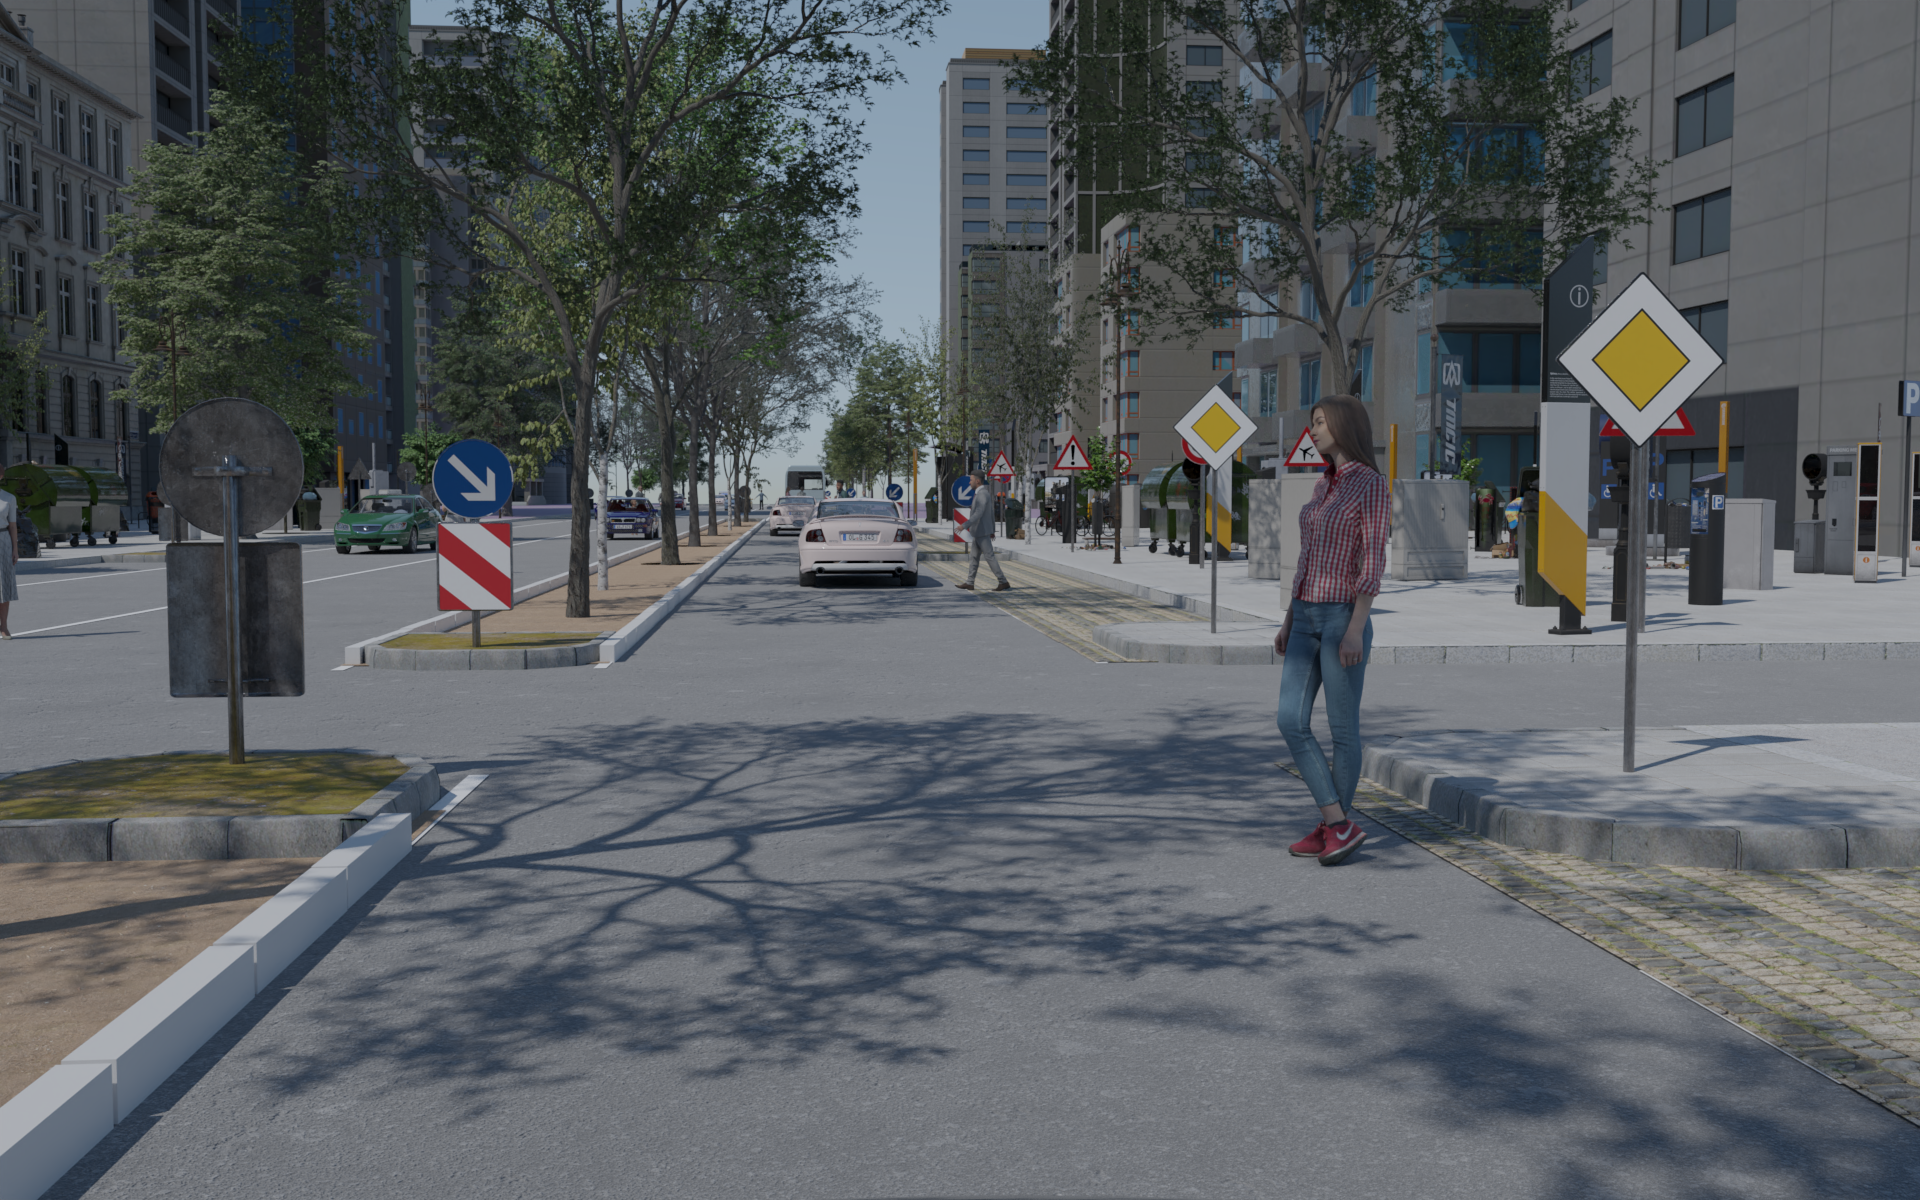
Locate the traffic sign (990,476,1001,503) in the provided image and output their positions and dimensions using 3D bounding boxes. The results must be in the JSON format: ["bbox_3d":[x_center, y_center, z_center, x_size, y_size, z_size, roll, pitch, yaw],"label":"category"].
[{"bbox_3d":[1.195,-4.052,66.255,0.884,2.594,0.081,0,4,-4],"label":"traffic sign"}]

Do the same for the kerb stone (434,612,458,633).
[{"bbox_3d":[-5.419,0.258,18.042,0.120,0.150,1.000,0,4,-5],"label":"kerb stone"}]

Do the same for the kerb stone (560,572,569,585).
[{"bbox_3d":[-6.294,-0.308,27.254,0.120,0.150,1.000,0,4,-5],"label":"kerb stone"}]

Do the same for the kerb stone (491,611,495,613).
[{"bbox_3d":[-5.712,0.066,21.123,0.120,0.150,1.000,0,4,-5],"label":"kerb stone"}]

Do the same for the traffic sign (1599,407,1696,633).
[{"bbox_3d":[6.291,-0.973,15.919,0.884,2.594,0.081,0,4,-1],"label":"traffic sign"}]

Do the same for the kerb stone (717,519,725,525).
[{"bbox_3d":[-11.793,-3.865,85.393,0.120,0.150,1.000,0,4,-5],"label":"kerb stone"}]

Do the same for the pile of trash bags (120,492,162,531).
[{"bbox_3d":[-29.333,-3.066,59.877,3.447,1.369,1.912,-3,5,-41],"label":"pile of trash bags"}]

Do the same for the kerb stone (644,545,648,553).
[{"bbox_3d":[-7.645,-1.178,41.533,0.120,0.150,1.000,0,4,-5],"label":"kerb stone"}]

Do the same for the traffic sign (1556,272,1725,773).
[{"bbox_3d":[3.084,-0.262,7.933,0.795,2.450,0.064,0,4,-5],"label":"traffic sign"}]

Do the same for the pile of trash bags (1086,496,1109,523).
[{"bbox_3d":[6.844,-4.096,76.722,3.447,1.369,1.912,-1,4,-21],"label":"pile of trash bags"}]

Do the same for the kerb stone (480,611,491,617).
[{"bbox_3d":[-5.617,0.128,20.098,0.120,0.150,1.000,0,4,-5],"label":"kerb stone"}]

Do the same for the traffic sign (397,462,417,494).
[{"bbox_3d":[-21.889,-4.185,68.525,0.768,2.556,0.104,0,4,-5],"label":"traffic sign"}]

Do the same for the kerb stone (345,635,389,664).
[{"bbox_3d":[-5.127,0.441,14.980,0.120,0.150,1.000,0,4,-5],"label":"kerb stone"}]

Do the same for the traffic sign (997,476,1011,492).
[{"bbox_3d":[2.083,-5.080,83.162,0.768,2.556,0.104,0,4,-1],"label":"traffic sign"}]

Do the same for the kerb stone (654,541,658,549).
[{"bbox_3d":[-7.933,-1.368,44.605,0.120,0.150,1.000,0,4,-5],"label":"kerb stone"}]

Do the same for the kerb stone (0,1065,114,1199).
[{"bbox_3d":[-1.924,1.150,3.404,0.120,0.150,1.000,0,4,-5],"label":"kerb stone"}]

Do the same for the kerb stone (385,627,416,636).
[{"bbox_3d":[-5.221,0.384,16.002,0.120,0.150,1.000,0,4,-5],"label":"kerb stone"}]

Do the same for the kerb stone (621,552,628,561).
[{"bbox_3d":[-7.158,-0.869,36.435,0.120,0.150,1.000,0,4,-5],"label":"kerb stone"}]

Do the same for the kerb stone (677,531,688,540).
[{"bbox_3d":[-9.099,-2.120,56.855,0.120,0.150,1.000,0,4,-5],"label":"kerb stone"}]

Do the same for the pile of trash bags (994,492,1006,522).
[{"bbox_3d":[2.079,-4.308,80.182,1.912,1.369,3.447,0,4,-7],"label":"pile of trash bags"}]

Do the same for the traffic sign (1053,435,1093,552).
[{"bbox_3d":[2.474,-2.324,37.999,0.884,2.594,0.081,0,4,1],"label":"traffic sign"}]

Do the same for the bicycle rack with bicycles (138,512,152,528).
[{"bbox_3d":[-29.287,-3.163,65.103,2.852,0.926,2.925,2,4,28],"label":"bicycle rack with bicycles"}]

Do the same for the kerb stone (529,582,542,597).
[{"bbox_3d":[-6.007,-0.120,24.191,0.120,0.150,1.000,0,4,-5],"label":"kerb stone"}]

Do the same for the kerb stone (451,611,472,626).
[{"bbox_3d":[-5.515,0.191,19.073,0.120,0.150,1.000,0,4,-5],"label":"kerb stone"}]

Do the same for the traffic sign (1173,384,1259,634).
[{"bbox_3d":[2.332,-0.749,15.883,0.795,2.450,0.064,0,4,-5],"label":"traffic sign"}]

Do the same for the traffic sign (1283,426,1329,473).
[{"bbox_3d":[6.633,-2.033,33.237,0.884,2.594,0.081,0,3,0],"label":"traffic sign"}]

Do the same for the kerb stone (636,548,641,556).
[{"bbox_3d":[-7.450,-1.058,39.495,0.120,0.150,1.000,0,4,-5],"label":"kerb stone"}]

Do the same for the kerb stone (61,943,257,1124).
[{"bbox_3d":[-2.021,1.087,4.426,0.120,0.150,1.000,0,4,-5],"label":"kerb stone"}]

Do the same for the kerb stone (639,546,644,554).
[{"bbox_3d":[-7.547,-1.120,40.515,0.120,0.150,1.000,0,4,-5],"label":"kerb stone"}]

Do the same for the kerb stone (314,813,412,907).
[{"bbox_3d":[-2.219,0.962,6.466,0.120,0.150,1.000,0,4,-5],"label":"kerb stone"}]

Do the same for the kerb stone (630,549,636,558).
[{"bbox_3d":[-7.352,-0.996,38.478,0.120,0.150,1.000,0,4,-5],"label":"kerb stone"}]

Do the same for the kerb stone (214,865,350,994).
[{"bbox_3d":[-2.119,1.024,5.449,0.120,0.150,1.000,0,4,-5],"label":"kerb stone"}]

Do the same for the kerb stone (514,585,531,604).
[{"bbox_3d":[-5.913,-0.059,23.164,0.120,0.150,1.000,0,4,-5],"label":"kerb stone"}]

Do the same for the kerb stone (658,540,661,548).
[{"bbox_3d":[-8.040,-1.430,45.622,0.120,0.150,1.000,0,4,-5],"label":"kerb stone"}]

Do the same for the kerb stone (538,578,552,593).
[{"bbox_3d":[-6.105,-0.185,25.219,0.120,0.150,1.000,0,4,-5],"label":"kerb stone"}]

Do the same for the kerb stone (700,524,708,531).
[{"bbox_3d":[-10.345,-2.930,70.104,0.120,0.150,1.000,0,4,-5],"label":"kerb stone"}]

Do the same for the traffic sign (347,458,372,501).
[{"bbox_3d":[-21.465,-3.786,61.909,0.884,2.594,0.081,0,4,3],"label":"traffic sign"}]

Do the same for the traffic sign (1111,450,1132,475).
[{"bbox_3d":[4.604,-3.064,50.210,0.768,2.556,0.104,0,4,1],"label":"traffic sign"}]

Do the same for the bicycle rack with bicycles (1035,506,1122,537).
[{"bbox_3d":[4.009,-2.419,52.932,2.852,0.926,2.925,-2,4,-30],"label":"bicycle rack with bicycles"}]

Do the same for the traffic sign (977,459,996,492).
[{"bbox_3d":[0.984,-3.689,60.426,0.768,2.556,0.104,0,4,-2],"label":"traffic sign"}]

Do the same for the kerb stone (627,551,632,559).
[{"bbox_3d":[-7.259,-0.933,37.452,0.120,0.150,1.000,0,4,-5],"label":"kerb stone"}]

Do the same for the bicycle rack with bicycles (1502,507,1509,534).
[{"bbox_3d":[18.361,-2.515,54.497,2.852,0.926,2.925,-1,4,-9],"label":"bicycle rack with bicycles"}]

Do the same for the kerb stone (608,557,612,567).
[{"bbox_3d":[-6.871,-0.684,33.382,0.120,0.150,1.000,0,4,-5],"label":"kerb stone"}]

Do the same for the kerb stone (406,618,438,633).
[{"bbox_3d":[-5.325,0.316,17.024,0.120,0.150,1.000,0,4,-5],"label":"kerb stone"}]

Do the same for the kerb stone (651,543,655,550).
[{"bbox_3d":[-7.831,-1.306,43.581,0.120,0.150,1.000,0,4,-5],"label":"kerb stone"}]

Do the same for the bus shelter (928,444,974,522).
[{"bbox_3d":[-0.428,-5.601,82.864,1.731,3.624,6.357,0,4,-6],"label":"bus shelter"}]

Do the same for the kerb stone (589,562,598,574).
[{"bbox_3d":[-6.773,-0.622,32.363,0.120,0.150,1.000,0,4,-5],"label":"kerb stone"}]

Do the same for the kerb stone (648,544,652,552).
[{"bbox_3d":[-7.732,-1.242,42.564,0.120,0.150,1.000,0,4,-5],"label":"kerb stone"}]

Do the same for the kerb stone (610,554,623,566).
[{"bbox_3d":[-7.065,-0.809,35.417,0.120,0.150,1.000,0,4,-5],"label":"kerb stone"}]

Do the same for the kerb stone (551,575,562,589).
[{"bbox_3d":[-6.195,-0.247,26.237,0.120,0.150,1.000,0,4,-5],"label":"kerb stone"}]

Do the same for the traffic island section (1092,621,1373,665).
[{"bbox_3d":[2.354,0.386,15.962,2.009,0.180,2.903,0,4,-5],"label":"traffic island section"}]

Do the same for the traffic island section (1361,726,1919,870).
[{"bbox_3d":[3.107,0.873,8.012,2.009,0.180,2.903,0,4,-5],"label":"traffic island section"}]

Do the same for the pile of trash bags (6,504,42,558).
[{"bbox_3d":[-20.245,-1.515,34.517,3.447,1.369,1.912,-2,4,-26],"label":"pile of trash bags"}]

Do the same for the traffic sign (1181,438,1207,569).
[{"bbox_3d":[4.165,-1.811,29.724,0.768,2.556,0.104,0,4,-2],"label":"traffic sign"}]

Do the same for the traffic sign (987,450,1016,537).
[{"bbox_3d":[1.238,-3.154,51.576,0.884,2.594,0.081,0,4,3],"label":"traffic sign"}]
